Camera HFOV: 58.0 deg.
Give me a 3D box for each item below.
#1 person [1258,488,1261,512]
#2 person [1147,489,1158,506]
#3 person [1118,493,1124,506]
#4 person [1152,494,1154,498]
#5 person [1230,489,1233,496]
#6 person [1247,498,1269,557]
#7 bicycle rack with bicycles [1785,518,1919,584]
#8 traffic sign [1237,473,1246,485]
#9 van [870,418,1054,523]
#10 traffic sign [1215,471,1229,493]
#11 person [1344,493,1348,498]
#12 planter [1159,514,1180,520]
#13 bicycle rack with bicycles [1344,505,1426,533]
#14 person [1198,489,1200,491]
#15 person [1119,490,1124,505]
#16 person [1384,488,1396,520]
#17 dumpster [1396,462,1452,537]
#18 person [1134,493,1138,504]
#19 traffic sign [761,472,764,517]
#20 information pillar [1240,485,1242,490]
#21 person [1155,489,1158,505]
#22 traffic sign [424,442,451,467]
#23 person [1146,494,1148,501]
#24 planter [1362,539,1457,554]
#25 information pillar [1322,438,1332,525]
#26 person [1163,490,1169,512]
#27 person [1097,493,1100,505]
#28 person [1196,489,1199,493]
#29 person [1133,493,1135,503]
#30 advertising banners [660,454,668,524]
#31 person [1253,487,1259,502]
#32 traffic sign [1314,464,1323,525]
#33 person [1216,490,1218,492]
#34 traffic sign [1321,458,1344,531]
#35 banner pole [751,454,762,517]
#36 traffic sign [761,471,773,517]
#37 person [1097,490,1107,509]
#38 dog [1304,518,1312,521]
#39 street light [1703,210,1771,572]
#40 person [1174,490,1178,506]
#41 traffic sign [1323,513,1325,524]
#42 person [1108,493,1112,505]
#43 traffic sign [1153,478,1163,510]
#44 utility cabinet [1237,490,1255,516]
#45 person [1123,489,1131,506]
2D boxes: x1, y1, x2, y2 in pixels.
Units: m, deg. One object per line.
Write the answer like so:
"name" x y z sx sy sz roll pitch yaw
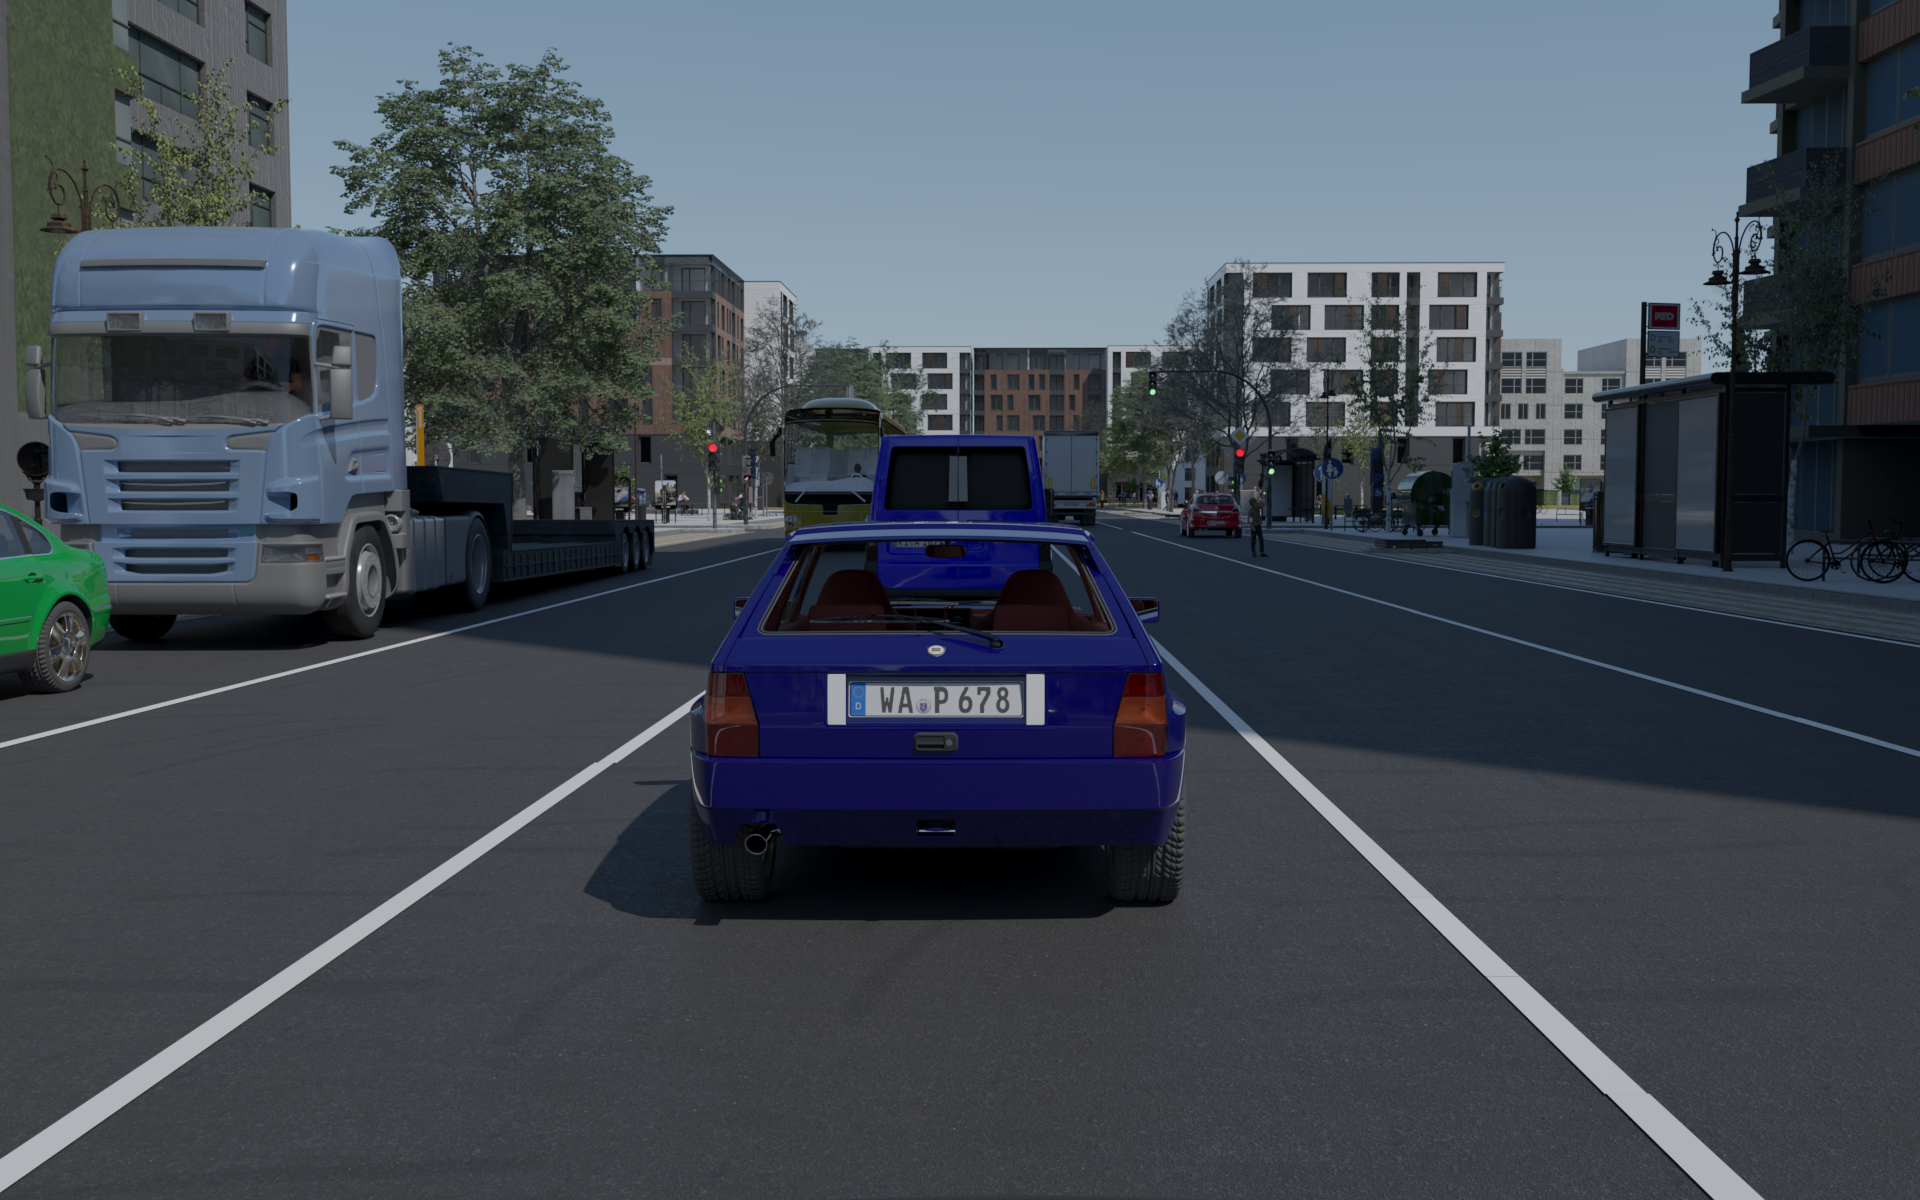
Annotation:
"person" 21.629 -7.174 123.876 0.750 1.759 0.617 0 4 1
"person" 21.401 -11.408 192.202 1.348 1.869 0.705 -1 4 -18
"person" 16.789 -10.478 180.588 0.697 1.427 0.421 -1 4 -20
"person" 17.447 -9.118 158.309 0.628 1.438 0.799 -2 4 -35
"person" 21.399 -7.951 136.743 0.504 1.737 0.576 1 4 14
"person" 6.816 -1.662 39.586 0.435 1.345 0.340 -2 4 -34
"bicycle rack with bicycles" 13.991 -0.732 25.346 2.925 0.926 2.852 3 5 43
"traffic sign" 15.535 -5.887 96.355 0.768 2.556 0.104 0 4 8
"van" 0.031 -0.966 20.187 2.240 2.365 5.245 0 4 1
"traffic sign" 14.233 -5.757 94.238 0.768 2.556 0.104 0 4 6
"person" 28.889 -7.314 129.535 0.340 1.345 0.435 0 4 -8
"planter" 12.099 -4.602 96.387 1.991 0.319 1.994 0 4 1
"bicycle rack with bicycles" 14.448 -2.783 58.890 2.925 0.926 2.852 0 4 -6
"person" 21.579 -9.142 156.065 0.434 1.755 0.990 0 4 -1
"person" 18.792 -11.849 200.488 0.721 1.736 1.217 -3 5 -43
"person" 21.131 -4.708 84.882 0.647 1.594 0.662 1 4 17
"dumpster" 14.310 -3.087 52.972 1.502 2.255 1.985 0 4 1
"person" 22.449 -13.021 219.852 0.530 1.710 0.541 -2 4 -25
"traffic sign" -11.187 -6.021 98.542 0.768 2.556 0.104 0 4 6
"information pillar" 16.191 -5.878 100.603 0.304 2.012 0.304 2 4 35
"person" 22.613 -11.800 199.071 0.705 1.812 1.348 -1 4 -8
"traffic sign" -12.838 -2.590 42.447 0.768 2.556 0.104 1 4 10
"person" 21.779 -11.783 201.928 0.697 1.427 0.421 1 4 14
"planter" 10.924 -1.301 42.418 1.991 0.319 1.994 0 4 1
"information pillar" 15.285 -4.939 72.112 0.504 3.616 0.183 -3 5 -43
"person" 15.168 -7.279 127.267 0.471 1.553 0.569 1 4 23
"person" 16.972 -12.530 211.620 1.217 1.735 0.721 -3 4 -37
"person" 19.402 -8.256 141.836 0.445 1.727 0.742 1 4 8
"person" 22.338 -13.209 222.720 0.721 1.736 1.217 1 4 10
"advertising banners" -12.814 -4.816 74.921 0.090 3.025 2.074 -1 4 -15
"person" 18.894 -6.412 111.429 0.990 1.755 0.434 -3 5 -40
"traffic sign" 15.191 -4.430 72.532 0.768 2.556 0.104 0 4 8
"person" 19.439 -7.525 131.034 0.435 1.587 0.963 -3 4 -38
"traffic sign" 13.066 -3.714 60.836 0.768 2.556 0.104 0 4 7
"banner pole" -11.257 -6.439 95.290 0.863 3.779 0.401 -3 4 -39
"traffic sign" -10.822 -5.923 96.949 0.768 2.556 0.104 0 4 6
"person" 13.400 -9.469 163.406 0.705 1.812 1.348 -3 5 -41
"dog" 16.406 -4.129 81.892 0.513 0.831 0.800 0 4 7
"street light" 12.712 -3.407 28.500 0.468 5.910 1.993 0 4 1
"person" 22.319 -10.536 179.224 0.541 1.710 0.530 2 4 28
"traffic sign" 15.780 -4.580 74.983 0.768 2.556 0.104 1 4 9
"person" 17.629 -11.867 203.329 0.557 1.426 1.065 3 5 43
"traffic sign" 15.896 -8.495 139.003 0.768 2.556 0.104 0 4 4
"utility cabinet" 16.211 -5.508 98.733 1.173 1.500 0.318 1 4 20
"person" 18.319 -11.395 192.428 1.350 1.814 0.705 -1 4 -13
